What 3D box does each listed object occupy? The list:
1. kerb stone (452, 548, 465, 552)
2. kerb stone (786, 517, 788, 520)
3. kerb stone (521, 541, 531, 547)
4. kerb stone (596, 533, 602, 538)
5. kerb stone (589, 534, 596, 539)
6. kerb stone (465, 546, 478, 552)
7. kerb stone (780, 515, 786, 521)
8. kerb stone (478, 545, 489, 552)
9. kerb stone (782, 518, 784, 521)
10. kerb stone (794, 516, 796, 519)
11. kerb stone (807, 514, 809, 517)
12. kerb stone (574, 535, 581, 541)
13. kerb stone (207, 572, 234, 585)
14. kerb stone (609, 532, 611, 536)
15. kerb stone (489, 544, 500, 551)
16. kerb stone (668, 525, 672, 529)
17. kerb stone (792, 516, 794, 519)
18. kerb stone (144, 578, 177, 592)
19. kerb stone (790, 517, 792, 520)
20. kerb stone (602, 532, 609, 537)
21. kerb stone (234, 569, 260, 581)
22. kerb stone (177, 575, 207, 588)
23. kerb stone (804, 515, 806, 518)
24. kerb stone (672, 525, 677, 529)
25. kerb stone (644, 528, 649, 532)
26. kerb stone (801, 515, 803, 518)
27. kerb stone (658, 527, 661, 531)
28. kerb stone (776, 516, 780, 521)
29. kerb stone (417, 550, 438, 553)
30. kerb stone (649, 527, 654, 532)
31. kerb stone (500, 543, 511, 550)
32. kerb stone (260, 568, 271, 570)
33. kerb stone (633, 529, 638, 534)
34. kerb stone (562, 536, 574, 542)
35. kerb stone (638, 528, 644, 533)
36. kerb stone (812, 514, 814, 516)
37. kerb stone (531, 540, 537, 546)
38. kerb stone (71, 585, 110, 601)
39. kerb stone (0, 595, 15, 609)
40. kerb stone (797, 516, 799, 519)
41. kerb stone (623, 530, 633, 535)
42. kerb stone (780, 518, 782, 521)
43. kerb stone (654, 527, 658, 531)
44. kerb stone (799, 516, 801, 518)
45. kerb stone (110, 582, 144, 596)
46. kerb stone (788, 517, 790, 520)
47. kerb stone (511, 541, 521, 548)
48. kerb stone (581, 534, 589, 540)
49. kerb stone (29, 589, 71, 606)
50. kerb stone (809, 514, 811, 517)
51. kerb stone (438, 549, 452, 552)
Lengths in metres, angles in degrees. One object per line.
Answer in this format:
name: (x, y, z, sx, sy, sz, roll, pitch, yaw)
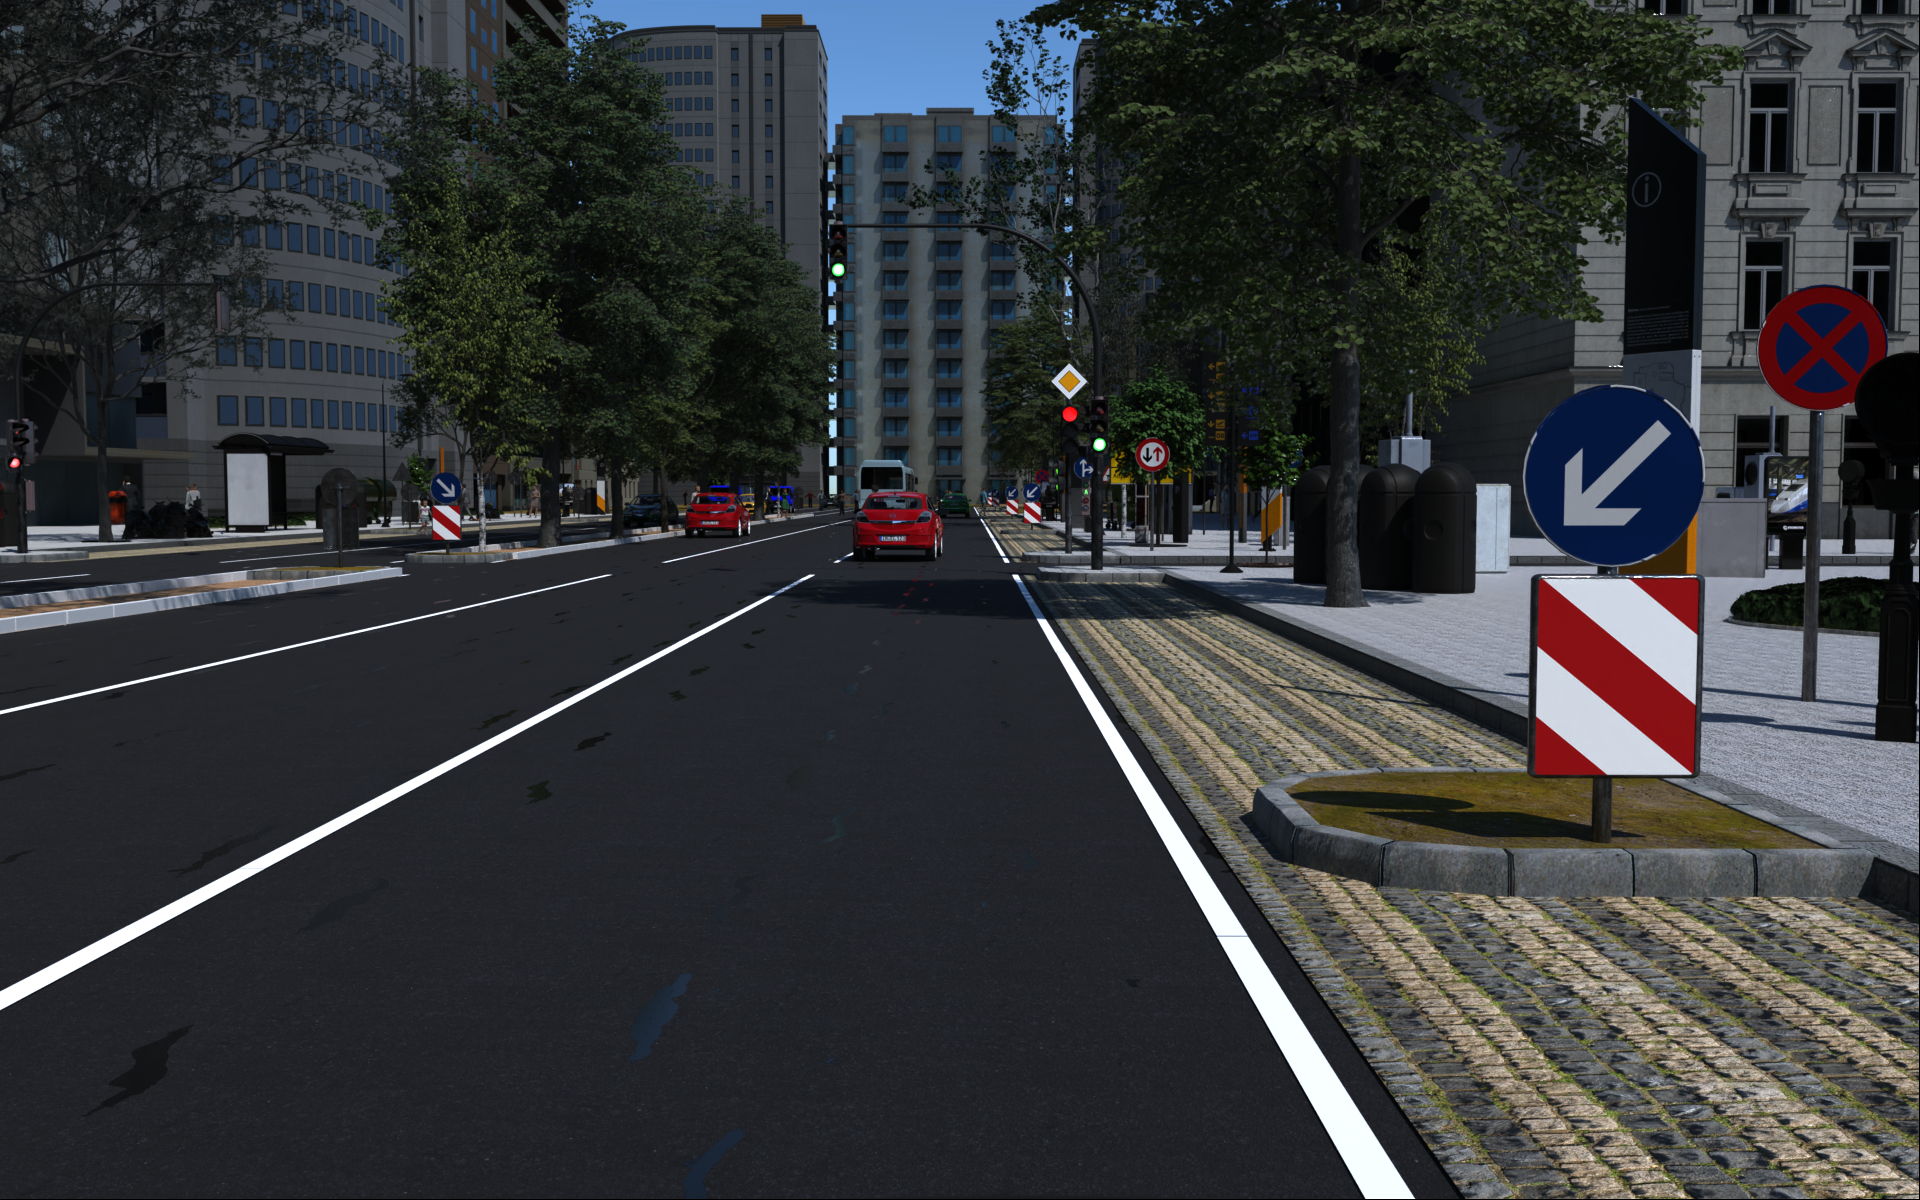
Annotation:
kerb stone: (-11.851, -1.118, 40.506, 0.120, 0.150, 1.000, 0, 4, 0)
kerb stone: (-9.559, -4.381, 93.822, 0.120, 0.150, 1.000, 0, 4, 0)
kerb stone: (-11.826, -1.496, 46.659, 0.120, 0.150, 1.000, 0, 4, 0)
kerb stone: (-11.792, -2.054, 55.891, 0.120, 0.150, 1.000, 0, 4, 0)
kerb stone: (-11.794, -1.995, 54.866, 0.120, 0.150, 1.000, 0, 4, 0)
kerb stone: (-11.834, -1.175, 41.535, 0.120, 0.150, 1.000, 0, 4, 0)
kerb stone: (-9.563, -4.318, 92.800, 0.120, 0.150, 1.000, 0, 4, 0)
kerb stone: (-11.839, -1.245, 42.557, 0.120, 0.150, 1.000, 0, 4, 0)
kerb stone: (-9.561, -4.255, 91.759, 0.120, 0.150, 1.000, 0, 4, 0)
kerb stone: (-9.540, -4.631, 97.920, 0.120, 0.150, 1.000, 0, 4, 0)
kerb stone: (-9.518, -5.135, 106.155, 0.120, 0.150, 1.000, 0, 4, 0)
kerb stone: (-11.805, -1.873, 52.821, 0.120, 0.150, 1.000, 0, 4, 0)
kerb stone: (-11.896, -0.333, 27.639, 0.120, 0.150, 1.000, 0, 4, 0)
kerb stone: (-11.779, -2.187, 57.949, 0.120, 0.150, 1.000, 0, 4, 0)
kerb stone: (-11.843, -1.308, 43.579, 0.120, 0.150, 1.000, 0, 4, 0)
kerb stone: (-11.738, -2.875, 69.199, 0.120, 0.150, 1.000, 0, 4, 0)
kerb stone: (-9.542, -4.569, 96.896, 0.120, 0.150, 1.000, 0, 4, 0)
kerb stone: (-11.891, -0.208, 25.592, 0.120, 0.150, 1.000, 0, 4, 0)
kerb stone: (-9.544, -4.506, 95.868, 0.120, 0.150, 1.000, 0, 4, 0)
kerb stone: (-11.786, -2.121, 56.924, 0.120, 0.150, 1.000, 0, 4, 0)
kerb stone: (-11.891, -0.396, 28.668, 0.120, 0.150, 1.000, 0, 4, 0)
kerb stone: (-11.894, -0.268, 26.614, 0.120, 0.150, 1.000, 0, 4, 0)
kerb stone: (-9.513, -5.002, 104.090, 0.120, 0.150, 1.000, 0, 4, 0)
kerb stone: (-11.739, -2.938, 70.234, 0.120, 0.150, 1.000, 0, 4, 0)
kerb stone: (-11.767, -2.562, 64.088, 0.120, 0.150, 1.000, 0, 4, 0)
kerb stone: (-9.527, -4.880, 102.046, 0.120, 0.150, 1.000, 0, 4, 0)
kerb stone: (-11.742, -2.750, 67.154, 0.120, 0.150, 1.000, 0, 4, 0)
kerb stone: (-9.574, -4.126, 89.704, 0.120, 0.150, 1.000, 0, 4, 0)
kerb stone: (-11.856, -0.994, 38.451, 0.120, 0.150, 1.000, 0, 4, 0)
kerb stone: (-11.759, -2.619, 65.110, 0.120, 0.150, 1.000, 0, 4, 0)
kerb stone: (-11.833, -1.370, 44.602, 0.120, 0.150, 1.000, 0, 4, 0)
kerb stone: (-11.889, -0.458, 29.694, 0.120, 0.150, 1.000, 0, 4, 0)
kerb stone: (-11.768, -2.433, 62.043, 0.120, 0.150, 1.000, 0, 4, 0)
kerb stone: (-11.806, -1.810, 51.794, 0.120, 0.150, 1.000, 0, 4, 0)
kerb stone: (-11.762, -2.498, 63.066, 0.120, 0.150, 1.000, 0, 4, 0)
kerb stone: (-9.501, -5.321, 109.233, 0.120, 0.150, 1.000, 0, 4, 0)
kerb stone: (-11.824, -1.557, 47.687, 0.120, 0.150, 1.000, 0, 4, 0)
kerb stone: (-11.898, -0.082, 23.542, 0.120, 0.150, 1.000, 0, 4, 0)
kerb stone: (-11.913, 0.043, 21.492, 0.120, 0.150, 1.000, 0, 4, 0)
kerb stone: (-9.536, -4.756, 99.978, 0.120, 0.150, 1.000, 0, 4, 0)
kerb stone: (-11.776, -2.375, 61.021, 0.120, 0.150, 1.000, 0, 4, 0)
kerb stone: (-9.564, -4.191, 90.734, 0.120, 0.150, 1.000, 0, 4, 0)
kerb stone: (-11.767, -2.687, 66.132, 0.120, 0.150, 1.000, 0, 4, 0)
kerb stone: (-9.526, -4.821, 101.012, 0.120, 0.150, 1.000, 0, 4, 0)
kerb stone: (-11.906, -0.145, 24.568, 0.120, 0.150, 1.000, 0, 4, 0)
kerb stone: (-9.555, -4.440, 94.845, 0.120, 0.150, 1.000, 0, 4, 0)
kerb stone: (-11.832, -1.433, 45.627, 0.120, 0.150, 1.000, 0, 4, 0)
kerb stone: (-11.794, -1.936, 53.843, 0.120, 0.150, 1.000, 0, 4, 0)
kerb stone: (-11.914, -0.020, 22.514, 0.120, 0.150, 1.000, 0, 4, 0)
kerb stone: (-9.509, -5.198, 107.180, 0.120, 0.150, 1.000, 0, 4, 0)
kerb stone: (-11.855, -1.055, 39.480, 0.120, 0.150, 1.000, 0, 4, 0)
